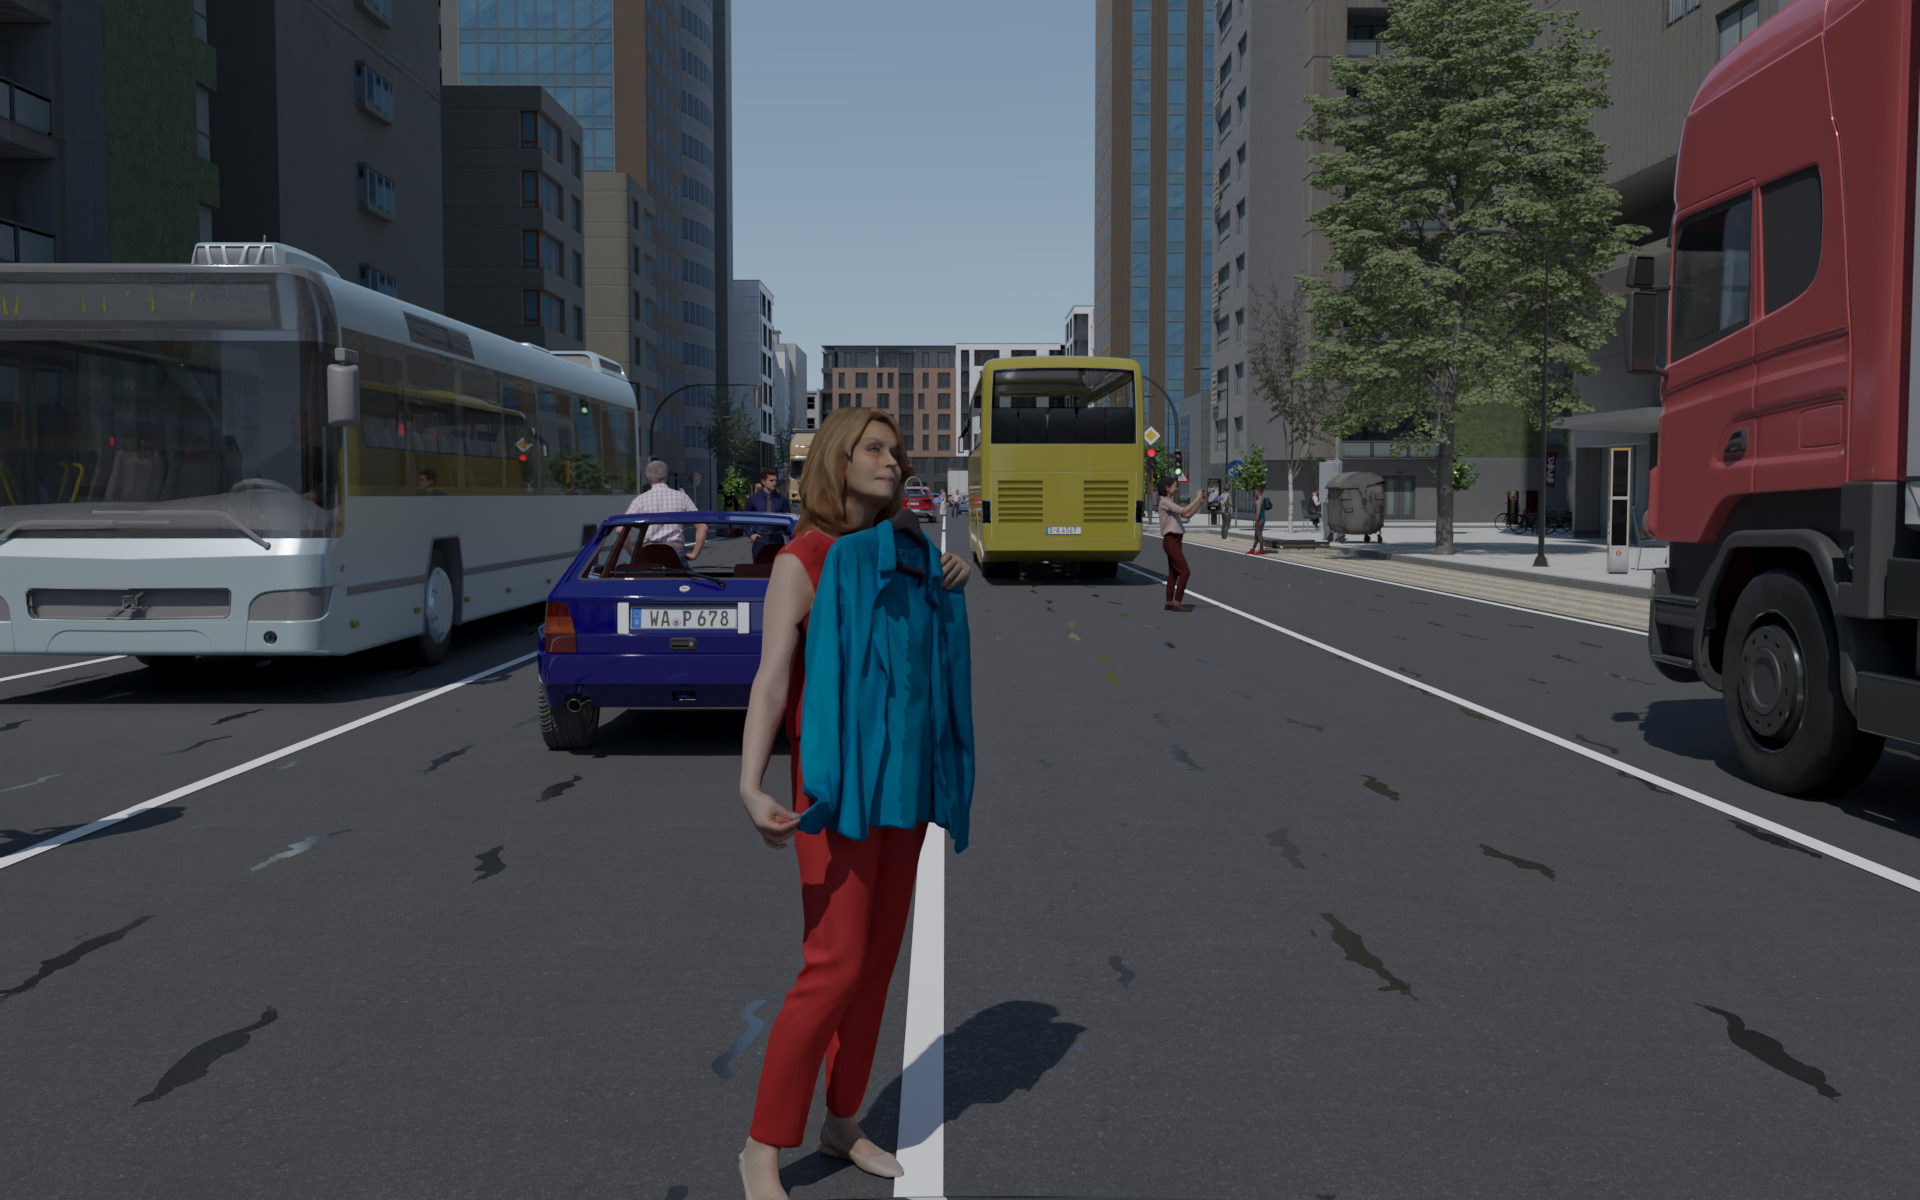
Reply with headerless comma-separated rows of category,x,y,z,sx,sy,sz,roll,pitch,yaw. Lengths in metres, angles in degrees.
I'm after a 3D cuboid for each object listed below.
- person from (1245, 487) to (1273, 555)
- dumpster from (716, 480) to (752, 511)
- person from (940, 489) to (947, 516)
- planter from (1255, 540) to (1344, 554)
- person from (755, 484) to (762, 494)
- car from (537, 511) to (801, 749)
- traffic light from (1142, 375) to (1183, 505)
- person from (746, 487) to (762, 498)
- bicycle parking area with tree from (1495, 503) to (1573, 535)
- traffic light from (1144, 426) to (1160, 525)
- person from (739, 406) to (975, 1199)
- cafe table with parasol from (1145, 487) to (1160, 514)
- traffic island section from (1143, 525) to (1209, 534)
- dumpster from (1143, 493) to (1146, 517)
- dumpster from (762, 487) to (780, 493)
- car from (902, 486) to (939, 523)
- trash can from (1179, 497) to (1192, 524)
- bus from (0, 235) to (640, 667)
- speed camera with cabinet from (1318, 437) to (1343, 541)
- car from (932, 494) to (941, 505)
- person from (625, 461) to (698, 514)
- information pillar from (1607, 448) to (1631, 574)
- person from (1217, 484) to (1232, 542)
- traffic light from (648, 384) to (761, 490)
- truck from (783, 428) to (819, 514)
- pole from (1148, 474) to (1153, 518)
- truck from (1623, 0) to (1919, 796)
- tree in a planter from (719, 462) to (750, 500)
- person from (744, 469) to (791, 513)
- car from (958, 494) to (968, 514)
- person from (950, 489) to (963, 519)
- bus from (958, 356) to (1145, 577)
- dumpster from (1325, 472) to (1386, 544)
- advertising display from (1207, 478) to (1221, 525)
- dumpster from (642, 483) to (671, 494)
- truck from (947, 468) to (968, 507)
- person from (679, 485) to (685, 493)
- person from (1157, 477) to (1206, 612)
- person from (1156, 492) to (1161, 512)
person,7.034,-1.859,40.758,0.662,1.594,0.647,1,4,16
dumpster,-12.812,-5.708,98.273,1.985,2.255,1.502,0,4,0
person,-1.118,-6.257,111.468,0.621,1.740,0.551,-3,4,-37
planter,8.153,-1.291,42.249,1.991,0.319,1.994,0,4,0
person,-6.288,-2.789,54.657,0.434,1.755,0.990,1,4,11
car,-1.503,0.092,11.084,1.945,1.354,3.894,0,4,-1
traffic light,5.841,-5.435,63.522,4.771,5.953,1.251,0,4,0
person,-5.999,-2.511,51.030,0.593,1.643,0.415,0,4,-5
bicycle parking area with tree,21.714,-4.268,56.776,9.016,4.147,8.231,2,4,28
traffic light,7.864,-5.061,71.666,0.839,4.253,0.868,0,4,0
person,-0.210,0.404,3.602,0.593,1.614,0.444,-2,4,-25
cafe table with parasol,12.759,-6.568,112.247,2.610,1.966,2.610,2,4,31
traffic island section,7.972,-2.539,63.795,2.009,0.180,2.903,0,4,0
dumpster,9.775,-5.829,97.800,1.502,2.255,1.985,0,4,0
dumpster,-15.400,-8.408,139.961,1.502,2.255,1.985,0,4,-1
car,-2.242,-4.810,87.308,2.281,1.827,5.304,0,4,1
trash can,9.696,-3.893,75.301,0.748,1.137,0.748,0,3,0
bus,-5.596,-1.365,17.177,2.948,3.499,13.247,0,4,-1
speed camera with cabinet,10.333,-3.290,48.130,0.660,3.252,2.038,1,4,17
car,-3.208,-13.005,222.220,1.945,1.707,3.694,0,4,1
person,-2.520,-0.323,14.724,0.756,1.711,0.436,0,4,-6
information pillar,10.553,-1.422,27.745,0.304,2.012,0.304,1,4,15
person,7.999,-2.626,52.157,0.376,1.734,0.841,0,4,-2
traffic light,-10.605,-5.924,71.528,4.771,5.953,1.251,0,4,0
truck,-6.078,-5.344,76.288,2.839,4.237,11.283,0,4,-2
pole,10.027,-5.948,91.086,0.158,3.312,0.155,0,3,0
truck,5.114,-0.974,4.841,2.839,4.237,11.283,0,4,-1
tree in a planter,-12.614,-6.052,96.167,1.991,3.239,1.994,0,4,0
person,-2.319,-0.719,20.954,0.576,1.737,0.504,-2,4,-25
car,0.675,-6.832,123.698,2.014,1.417,4.499,0,4,-2
person,-0.206,-5.626,101.428,0.756,1.711,0.436,1,4,11
bus,1.496,-2.516,32.684,2.896,3.916,12.252,0,4,-1
dumpster,10.357,-2.419,45.316,1.264,1.857,1.865,0,4,-1
advertising display,10.436,-4.030,71.097,0.123,1.923,0.974,-1,4,-20
dumpster,-14.884,-4.840,84.891,1.264,1.857,1.865,0,4,0
truck,-0.095,-12.603,194.978,2.839,4.237,11.283,0,4,0
person,-15.495,-5.568,97.227,0.789,1.805,0.875,-3,4,-37
person,2.711,-0.690,21.241,0.517,1.644,0.566,-3,4,-37
person,14.000,-7.019,121.727,0.530,1.710,0.541,-2,4,-27
